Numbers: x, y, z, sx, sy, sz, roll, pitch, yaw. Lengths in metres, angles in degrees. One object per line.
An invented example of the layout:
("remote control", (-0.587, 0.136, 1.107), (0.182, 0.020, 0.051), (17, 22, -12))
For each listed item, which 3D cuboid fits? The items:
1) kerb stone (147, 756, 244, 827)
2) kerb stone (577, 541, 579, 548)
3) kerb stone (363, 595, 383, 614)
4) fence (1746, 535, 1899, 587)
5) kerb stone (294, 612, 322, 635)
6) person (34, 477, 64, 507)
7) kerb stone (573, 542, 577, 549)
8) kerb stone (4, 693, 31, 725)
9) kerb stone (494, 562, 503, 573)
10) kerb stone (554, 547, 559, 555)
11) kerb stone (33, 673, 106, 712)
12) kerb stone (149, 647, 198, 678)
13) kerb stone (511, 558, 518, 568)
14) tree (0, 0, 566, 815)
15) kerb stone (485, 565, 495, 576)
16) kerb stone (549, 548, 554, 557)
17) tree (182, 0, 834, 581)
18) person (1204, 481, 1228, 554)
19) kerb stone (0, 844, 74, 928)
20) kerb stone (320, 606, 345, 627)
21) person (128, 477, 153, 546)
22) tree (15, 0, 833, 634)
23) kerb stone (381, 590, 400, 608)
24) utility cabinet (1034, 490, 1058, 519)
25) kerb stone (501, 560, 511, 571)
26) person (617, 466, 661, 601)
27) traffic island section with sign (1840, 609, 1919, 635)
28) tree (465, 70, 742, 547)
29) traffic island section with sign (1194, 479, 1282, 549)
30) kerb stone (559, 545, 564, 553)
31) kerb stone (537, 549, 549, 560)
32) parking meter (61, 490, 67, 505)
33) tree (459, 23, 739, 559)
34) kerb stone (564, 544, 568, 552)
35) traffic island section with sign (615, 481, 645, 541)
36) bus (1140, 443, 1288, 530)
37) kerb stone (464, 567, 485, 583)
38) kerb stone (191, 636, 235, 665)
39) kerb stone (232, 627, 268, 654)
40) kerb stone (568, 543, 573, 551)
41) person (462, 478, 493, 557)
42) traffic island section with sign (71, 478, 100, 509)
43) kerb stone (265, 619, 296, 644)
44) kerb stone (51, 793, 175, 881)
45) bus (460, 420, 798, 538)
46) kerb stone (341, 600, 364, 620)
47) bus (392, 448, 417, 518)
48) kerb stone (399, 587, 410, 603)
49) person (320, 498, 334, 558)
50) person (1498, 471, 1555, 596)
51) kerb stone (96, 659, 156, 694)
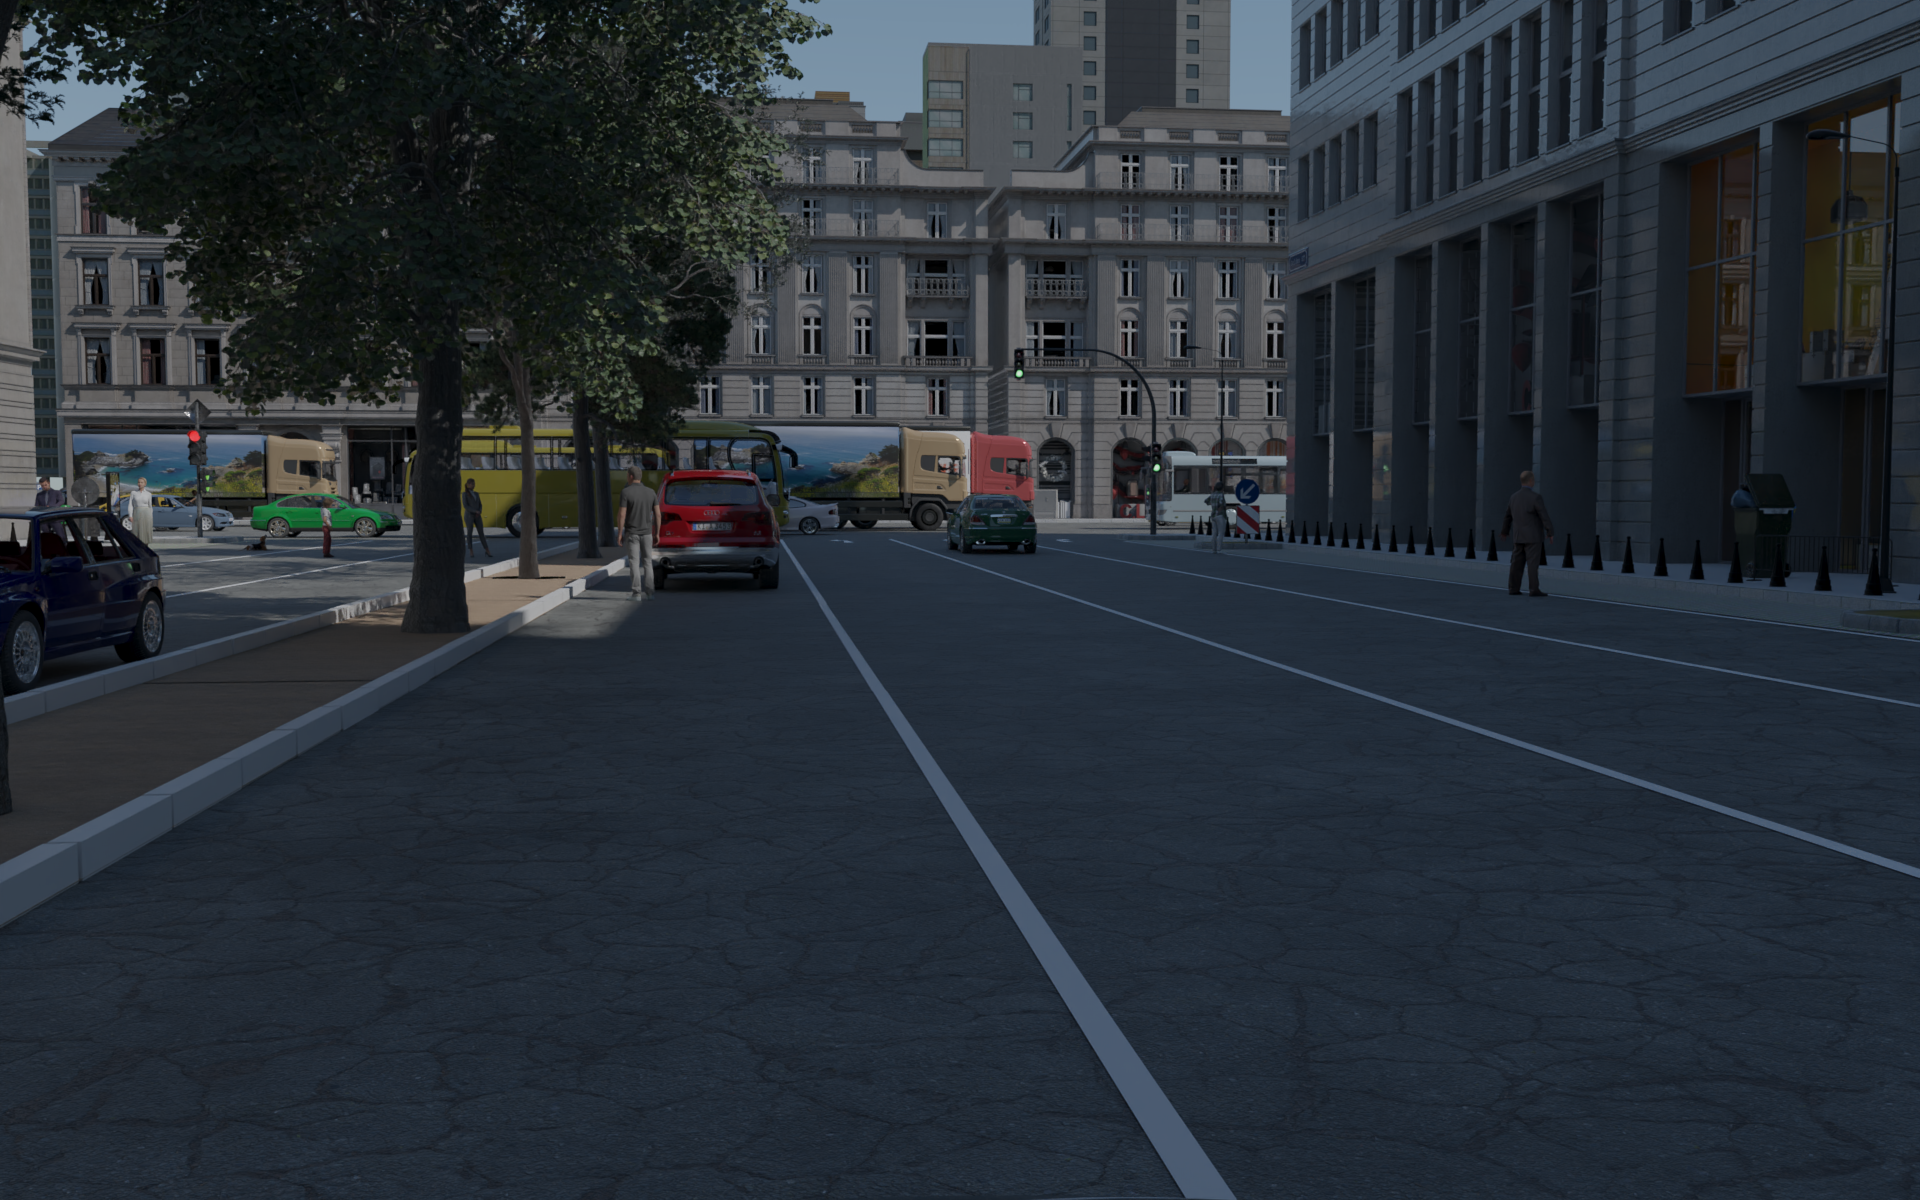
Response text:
("kerb stone", (-3.492, 0.875, 7.916), (0.120, 0.150, 1.000), (0, 4, -7))
("kerb stone", (-10.138, -1.425, 45.491), (0.120, 0.150, 1.000), (0, 4, -7))
("kerb stone", (-7.185, 0.075, 20.969), (0.120, 0.150, 1.000), (0, 4, -7))
("fence", (12.311, -0.574, 24.765), (0.278, 0.683, 2.069), (-3, 4, -36))
("kerb stone", (-6.809, 0.262, 17.904), (0.120, 0.150, 1.000), (0, 4, -7))
("person", (-18.235, -1.578, 34.747), (0.683, 1.767, 0.568), (-1, 4, -10))
("kerb stone", (-10.012, -1.363, 44.472), (0.120, 0.150, 1.000), (0, 4, -7))
("kerb stone", (-5.942, 0.703, 10.741), (0.120, 0.150, 1.000), (0, 4, -7))
("kerb stone", (-8.414, -0.542, 31.178), (0.120, 0.150, 1.000), (0, 4, -7))
("kerb stone", (-9.523, -1.109, 40.375), (0.120, 0.150, 1.000), (0, 4, -7))
("kerb stone", (-6.071, 0.638, 11.774), (0.120, 0.150, 1.000), (0, 4, -7))
("kerb stone", (-6.318, 0.516, 13.814), (0.120, 0.150, 1.000), (0, 4, -7))
("kerb stone", (-8.664, -0.673, 33.227), (0.120, 0.150, 1.000), (0, 4, -7))
("tree", (-4.396, -4.335, 7.749), (8.767, 10.594, 7.601), (0, 4, -7))
("kerb stone", (-8.282, -0.486, 30.147), (0.120, 0.150, 1.000), (0, 4, -7))
("kerb stone", (-9.401, -1.050, 39.356), (0.120, 0.150, 1.000), (0, 4, -7))
("tree", (-7.198, -7.079, 28.569), (12.009, 13.543, 11.850), (0, 3, 0))
("person", (6.190, -1.979, 41.584), (0.376, 1.734, 0.841), (-1, 4, -16))
("kerb stone", (-3.248, 1.000, 5.876), (0.120, 0.150, 1.000), (0, 4, -7))
("kerb stone", (-6.930, 0.200, 18.924), (0.120, 0.150, 1.000), (0, 4, -7))
("person", (-18.079, -1.806, 38.262), (0.478, 1.798, 0.641), (-1, 4, -15))
("tree", (-5.461, -6.640, 17.672), (9.857, 13.997, 8.962), (0, 3, 0))
("kerb stone", (-7.303, 0.013, 21.989), (0.120, 0.150, 1.000), (0, 4, -7))
("utility cabinet", (4.345, -4.846, 87.906), (1.173, 1.500, 0.318), (1, 4, 14))
("kerb stone", (-8.529, -0.612, 32.198), (0.120, 0.150, 1.000), (0, 4, -7))
("person", (-4.334, -0.900, 23.343), (0.598, 1.807, 0.434), (-1, 4, -23))
("traffic island section with sign", (10.498, -0.586, 18.202), (1.989, 1.847, 2.006), (0, 4, -7))
("tree", (-9.792, -8.365, 46.653), (7.806, 13.903, 7.818), (0, 3, 0))
("traffic island section with sign", (7.218, -2.251, 45.436), (1.989, 1.847, 2.006), (0, 4, -7))
("kerb stone", (-9.648, -1.174, 41.394), (0.120, 0.150, 1.000), (0, 4, -7))
("kerb stone", (-9.278, -0.987, 38.336), (0.120, 0.150, 1.000), (0, 4, -7))
("parking meter", (-49.377, -5.332, 95.582), (0.372, 1.533, 0.369), (0, 3, 0))
("tree", (-8.360, -6.951, 38.170), (6.751, 12.117, 7.091), (0, 3, 0))
("kerb stone", (-9.770, -1.236, 42.424), (0.120, 0.150, 1.000), (0, 4, -7))
("traffic island section with sign", (-9.981, -2.740, 52.937), (2.006, 1.907, 1.989), (0, 4, -7))
("bus", (13.528, -4.675, 71.295), (13.247, 3.499, 2.948), (0, 4, -8))
("kerb stone", (-8.163, -0.422, 29.128), (0.120, 0.150, 1.000), (0, 4, -7))
("kerb stone", (-6.443, 0.450, 14.832), (0.120, 0.150, 1.000), (0, 4, -7))
("kerb stone", (-6.561, 0.388, 15.859), (0.120, 0.150, 1.000), (0, 4, -7))
("kerb stone", (-9.895, -1.299, 43.443), (0.120, 0.150, 1.000), (0, 4, -7))
("person", (-10.947, -1.864, 39.249), (0.573, 1.790, 0.520), (1, 4, 20))
("traffic island section with sign", (-20.947, -1.990, 41.159), (1.989, 1.847, 2.006), (0, 4, -7))
("kerb stone", (-6.686, 0.325, 16.878), (0.120, 0.150, 1.000), (0, 4, -7))
("kerb stone", (-3.367, 0.938, 6.896), (0.120, 0.150, 1.000), (0, 4, -7))
("bus", (-11.607, -4.059, 57.905), (12.252, 3.916, 2.896), (0, 4, -7))
("kerb stone", (-7.063, 0.137, 19.947), (0.120, 0.150, 1.000), (0, 4, -7))
("bus", (-19.678, -5.423, 80.212), (12.252, 3.916, 2.896), (0, 4, -5))
("kerb stone", (-7.424, -0.048, 23.009), (0.120, 0.150, 1.000), (0, 4, -7))
("person", (-14.273, -1.635, 39.138), (0.340, 1.345, 0.435), (-3, 4, -36))
("person", (8.011, -0.940, 24.422), (0.434, 1.755, 0.990), (-2, 4, -25))
("kerb stone", (-6.194, 0.575, 12.794), (0.120, 0.150, 1.000), (0, 4, -7))
